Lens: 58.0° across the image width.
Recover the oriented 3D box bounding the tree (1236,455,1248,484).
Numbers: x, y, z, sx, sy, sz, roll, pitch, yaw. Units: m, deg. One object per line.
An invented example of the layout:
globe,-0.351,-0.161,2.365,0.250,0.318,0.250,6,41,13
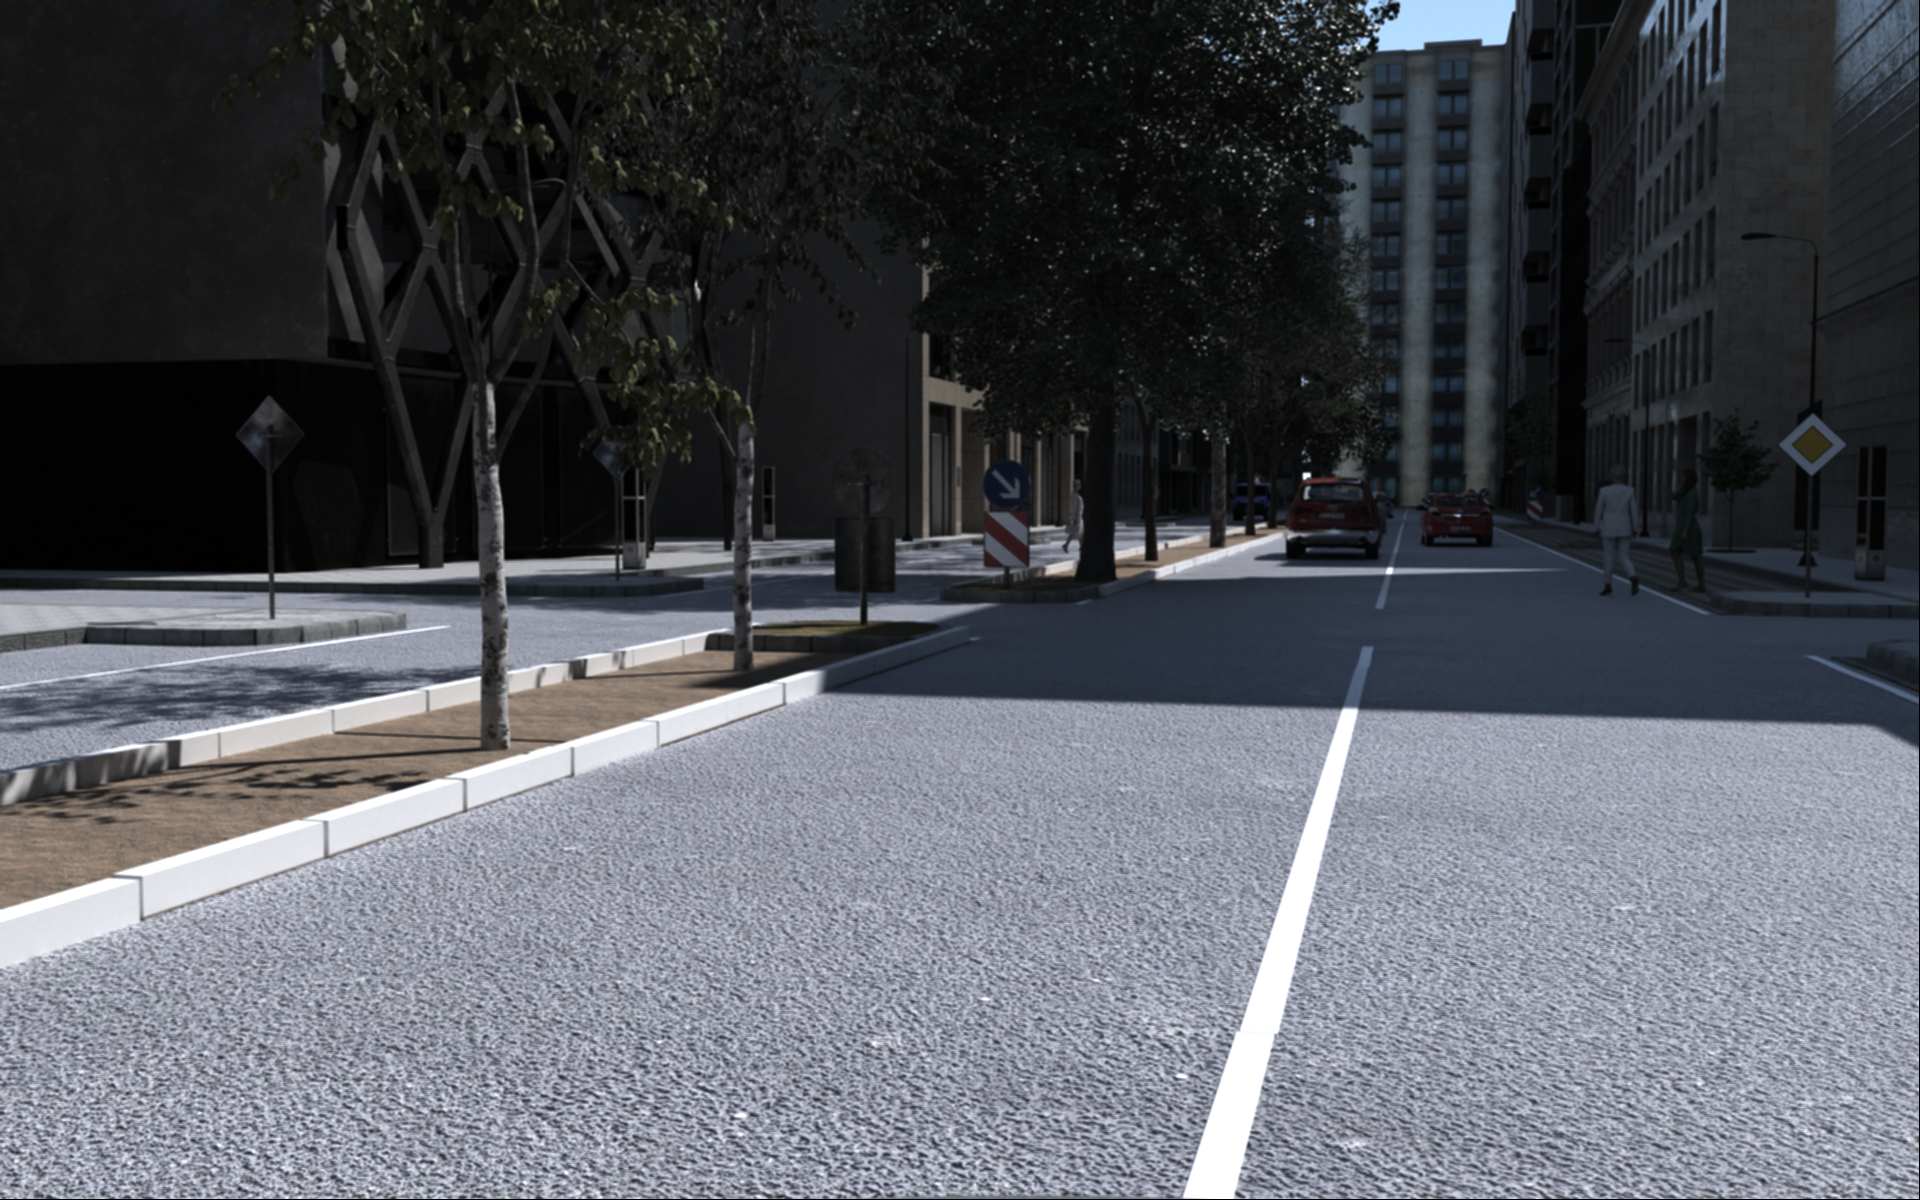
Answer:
tree,23.200,-9.826,144.373,4.285,4.588,4.351,0,3,0

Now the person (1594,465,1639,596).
person,9.200,-0.967,24.194,0.514,1.842,0.818,0,4,-7

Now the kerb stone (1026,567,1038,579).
kerb stone,1.116,-0.427,29.194,0.120,0.150,1.000,1,4,15

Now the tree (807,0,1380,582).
tree,2.253,-7.282,28.167,9.857,13.997,8.962,0,3,0

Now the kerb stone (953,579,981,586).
kerb stone,0.083,-0.180,25.233,0.120,0.150,1.000,1,4,15

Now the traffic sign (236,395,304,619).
traffic sign,-7.049,-0.860,17.699,0.795,2.450,0.064,1,4,15

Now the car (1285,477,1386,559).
car,8.617,-1.907,39.846,2.281,1.827,5.304,1,4,14

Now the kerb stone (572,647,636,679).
kerb stone,-2.883,0.512,13.821,0.120,0.150,1.000,1,4,15

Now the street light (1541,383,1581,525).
street light,25.330,-6.118,72.563,1.470,5.913,1.316,1,4,15

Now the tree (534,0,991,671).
tree,-1.703,-3.739,13.948,4.360,8.622,3.978,0,3,0

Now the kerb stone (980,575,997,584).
kerb stone,0.341,-0.245,26.223,0.120,0.150,1.000,1,4,15

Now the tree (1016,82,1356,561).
tree,4.188,-6.116,36.874,8.767,10.594,7.601,1,4,15

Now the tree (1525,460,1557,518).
tree,33.064,-6.321,97.958,1.663,3.219,1.824,0,3,0

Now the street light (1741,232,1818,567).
street light,14.555,-3.562,30.782,1.470,5.913,1.316,1,4,15

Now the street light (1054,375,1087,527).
street light,4.398,-5.799,67.360,1.470,5.913,1.316,1,4,15

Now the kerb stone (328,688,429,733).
kerb stone,-3.673,0.699,10.855,0.120,0.150,1.000,1,4,15

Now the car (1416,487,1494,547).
car,13.979,-2.434,48.831,2.155,1.783,4.494,1,4,13

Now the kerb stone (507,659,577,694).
kerb stone,-3.148,0.575,12.831,0.120,0.150,1.000,1,4,15

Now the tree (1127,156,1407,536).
tree,9.964,-8.935,58.921,12.009,13.543,11.850,0,3,0

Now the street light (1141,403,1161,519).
street light,9.908,-7.072,88.160,1.470,5.913,1.316,1,4,15

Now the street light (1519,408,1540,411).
street light,30.825,-7.387,93.325,1.470,5.913,1.316,1,4,15

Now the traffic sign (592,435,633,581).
traffic sign,-5.035,-1.332,25.427,0.795,2.450,0.064,1,4,15

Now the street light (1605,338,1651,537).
street light,19.883,-4.835,51.588,1.470,5.913,1.316,1,4,15

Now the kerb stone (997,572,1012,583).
kerb stone,0.600,-0.307,27.216,0.120,0.150,1.000,1,4,15

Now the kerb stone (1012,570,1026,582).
kerb stone,0.861,-0.367,28.204,0.120,0.150,1.000,1,4,15

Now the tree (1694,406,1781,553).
tree,16.971,-2.657,38.046,1.663,3.219,1.824,0,3,0

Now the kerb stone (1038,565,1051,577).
kerb stone,1.379,-0.489,30.192,0.120,0.150,1.000,1,4,15

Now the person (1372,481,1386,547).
person,11.385,-2.353,47.193,0.478,1.798,0.641,1,4,16

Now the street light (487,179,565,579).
street light,-6.492,-3.258,25.809,1.470,5.913,1.316,1,4,15

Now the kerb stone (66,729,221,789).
kerb stone,-4.179,0.816,8.861,0.120,0.150,1.000,1,4,15

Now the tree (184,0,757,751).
tree,-2.617,-3.447,9.183,4.737,8.622,4.395,0,3,0

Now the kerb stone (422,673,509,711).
kerb stone,-3.409,0.633,11.843,0.120,0.150,1.000,1,4,15

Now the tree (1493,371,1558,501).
tree,34.153,-9.351,103.255,4.737,8.622,4.395,0,3,0

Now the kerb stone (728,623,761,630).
kerb stone,-2.116,0.333,16.793,0.120,0.150,1.000,1,4,15

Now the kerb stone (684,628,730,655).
kerb stone,-2.371,0.391,15.803,0.120,0.150,1.000,1,4,15

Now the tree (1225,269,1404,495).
tree,16.147,-9.953,82.199,9.611,12.733,9.660,0,3,0

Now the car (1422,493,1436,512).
car,31.764,-6.472,115.414,1.945,1.707,3.694,1,4,14

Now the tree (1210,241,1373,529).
tree,12.911,-8.709,70.597,9.928,11.665,9.643,0,3,0

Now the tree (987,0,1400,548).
tree,5.907,-11.518,46.660,12.611,20.169,13.585,0,3,0

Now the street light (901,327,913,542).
street light,-0.903,-4.526,46.547,1.470,5.913,1.316,1,4,15

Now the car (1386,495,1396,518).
car,25.018,-5.605,103.637,2.014,1.417,4.499,1,4,16

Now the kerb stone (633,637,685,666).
kerb stone,-2.630,0.452,14.812,0.120,0.150,1.000,1,4,15

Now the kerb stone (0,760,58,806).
kerb stone,-4.439,0.876,7.870,0.120,0.150,1.000,1,4,15

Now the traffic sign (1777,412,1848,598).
traffic sign,10.488,-1.085,21.376,0.795,2.450,0.064,1,4,15

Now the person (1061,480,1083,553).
person,2.796,-2.032,42.070,0.624,1.780,0.694,1,4,18

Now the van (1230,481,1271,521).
van,16.018,-5.516,94.565,2.240,2.365,5.245,1,4,14

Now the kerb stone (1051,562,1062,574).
kerb stone,1.640,-0.547,31.180,0.120,0.150,1.000,1,4,15

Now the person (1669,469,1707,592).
person,10.617,-1.007,25.213,0.529,1.795,0.600,1,4,14

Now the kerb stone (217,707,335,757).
kerb stone,-3.926,0.759,9.851,0.120,0.150,1.000,1,4,15

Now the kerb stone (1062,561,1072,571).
kerb stone,1.889,-0.611,32.177,0.120,0.150,1.000,1,4,15
